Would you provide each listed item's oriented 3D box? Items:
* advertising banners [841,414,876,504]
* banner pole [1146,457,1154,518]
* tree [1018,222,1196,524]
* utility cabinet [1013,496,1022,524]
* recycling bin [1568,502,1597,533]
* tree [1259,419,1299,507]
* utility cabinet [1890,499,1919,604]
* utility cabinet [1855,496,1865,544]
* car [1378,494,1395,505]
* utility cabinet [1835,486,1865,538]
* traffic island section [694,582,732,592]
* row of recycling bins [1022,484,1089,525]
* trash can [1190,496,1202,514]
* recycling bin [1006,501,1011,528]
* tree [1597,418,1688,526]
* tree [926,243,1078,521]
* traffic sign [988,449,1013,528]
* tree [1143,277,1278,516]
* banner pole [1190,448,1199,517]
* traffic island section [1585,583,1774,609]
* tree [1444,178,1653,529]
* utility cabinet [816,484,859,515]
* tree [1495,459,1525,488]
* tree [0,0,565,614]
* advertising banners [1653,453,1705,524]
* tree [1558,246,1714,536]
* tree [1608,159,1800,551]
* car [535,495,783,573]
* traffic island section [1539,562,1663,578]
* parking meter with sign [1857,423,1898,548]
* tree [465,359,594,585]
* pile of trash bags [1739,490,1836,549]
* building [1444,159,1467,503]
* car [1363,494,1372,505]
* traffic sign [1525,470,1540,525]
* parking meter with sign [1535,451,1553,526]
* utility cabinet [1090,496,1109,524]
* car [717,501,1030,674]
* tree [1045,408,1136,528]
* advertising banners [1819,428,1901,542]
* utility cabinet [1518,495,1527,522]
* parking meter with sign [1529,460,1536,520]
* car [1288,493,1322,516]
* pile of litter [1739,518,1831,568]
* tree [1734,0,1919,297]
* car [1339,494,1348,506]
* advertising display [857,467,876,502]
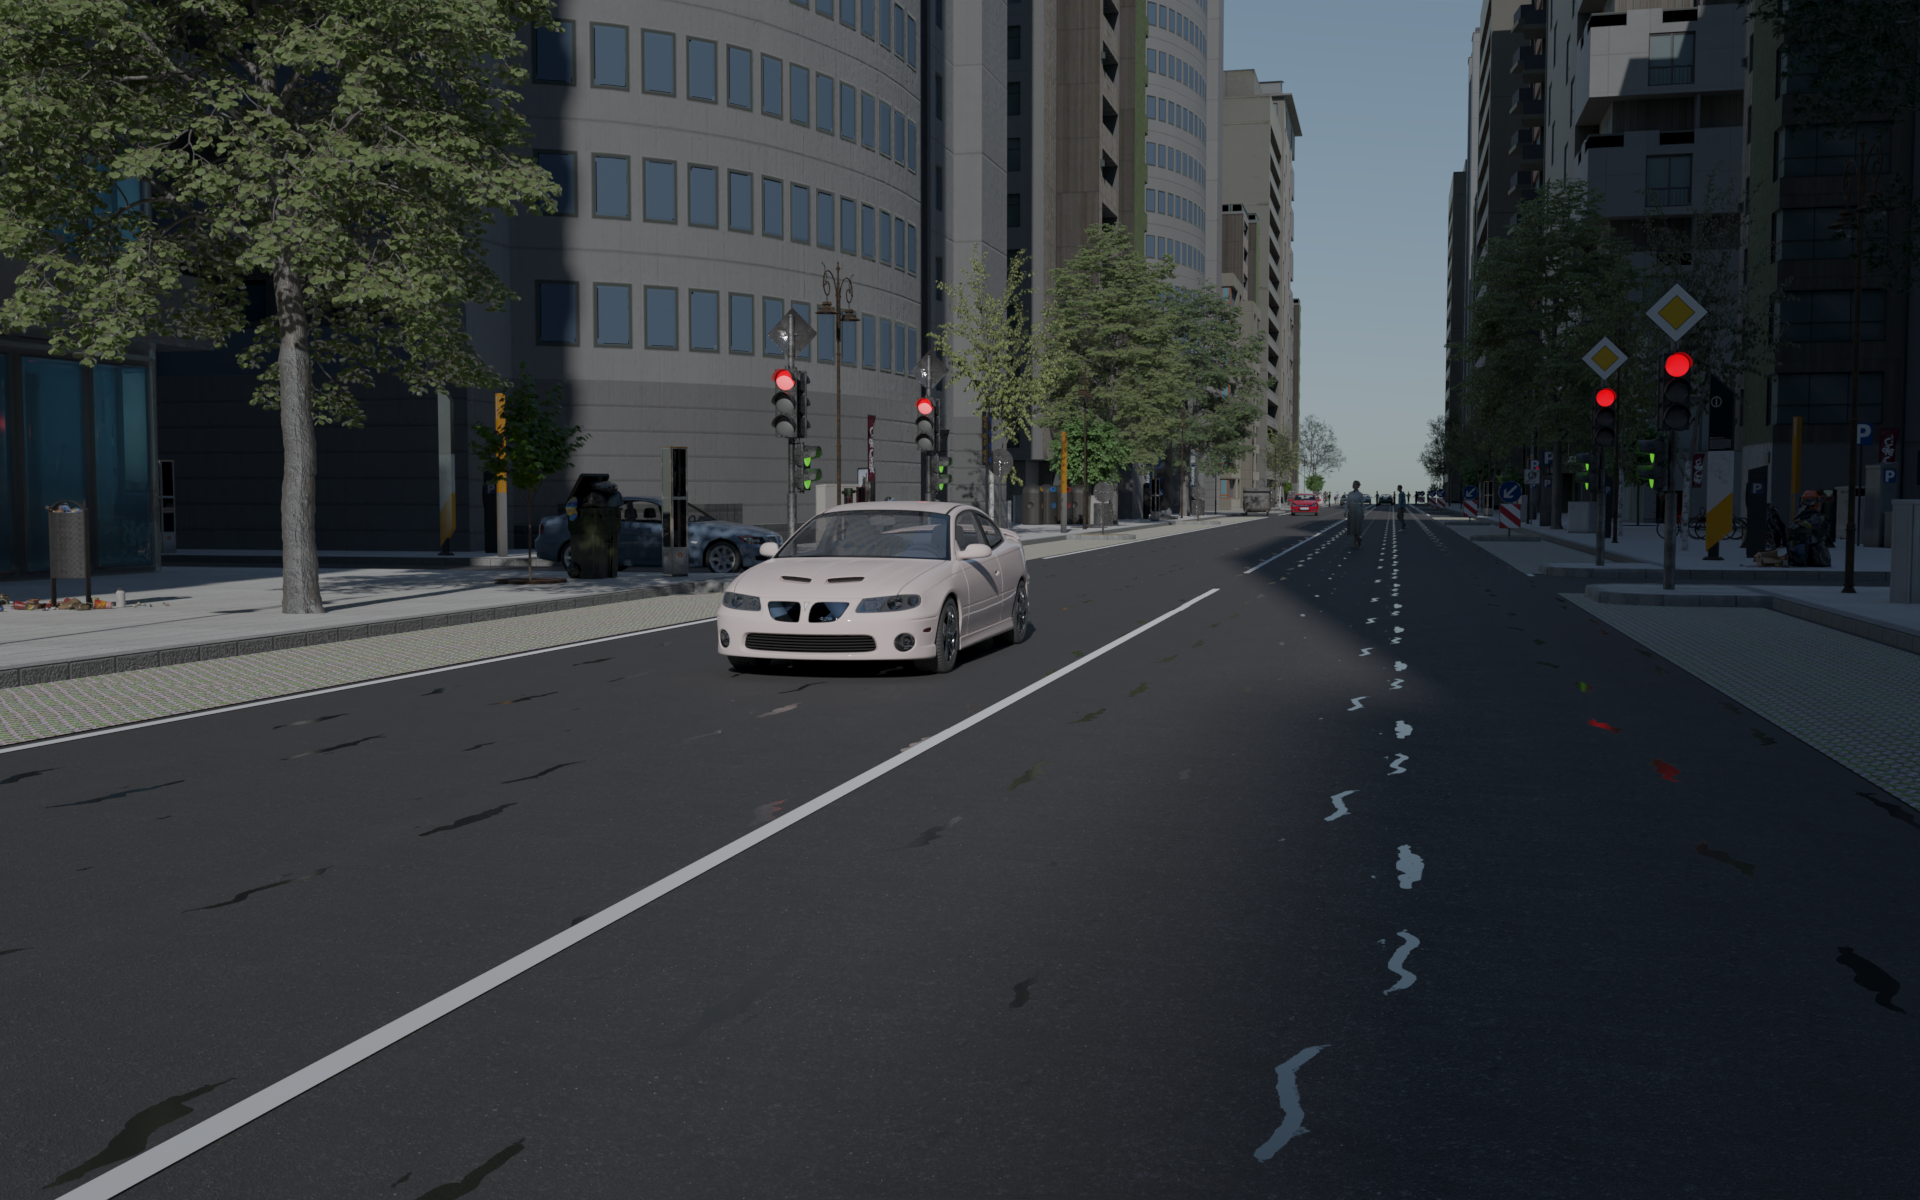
[{"bbox_3d":[-2.167,-2.532,37.584,0.090,3.025,2.074,1,4,17],"label":"advertising banners"},{"bbox_3d":[10.272,-6.335,93.586,0.863,3.779,0.401,-3,4,-36],"label":"banner pole"},{"bbox_3d":[6.289,-9.490,73.286,7.486,12.596,7.792,0,3,0],"label":"tree"},{"bbox_3d":[2.837,-3.928,75.383,1.020,1.237,0.306,-1,4,-20],"label":"utility cabinet"},{"bbox_3d":[20.478,-2.716,56.962,0.722,1.027,0.722,3,5,42],"label":"recycling bin"},{"bbox_3d":[31.681,-13.529,171.566,4.360,8.622,3.978,0,3,0],"label":"tree"},{"bbox_3d":[11.505,-0.575,20.560,1.020,1.237,0.306,-2,4,-27],"label":"utility cabinet"},{"bbox_3d":[23.553,-2.061,44.860,1.020,1.237,0.306,-2,4,-28],"label":"utility cabinet"},{"bbox_3d":[54.633,-12.863,222.114,2.131,1.459,4.920,1,4,16],"label":"car"},{"bbox_3d":[25.249,-2.478,49.198,0.318,1.500,1.173,0,4,0],"label":"utility cabinet"},{"bbox_3d":[-2.565,-0.246,26.310,2.009,0.180,2.903,1,4,14],"label":"traffic island section"},{"bbox_3d":[3.984,-4.017,72.784,3.534,1.692,1.069,-3,5,-42],"label":"row of recycling bins"},{"bbox_3d":[14.442,-5.758,105.797,0.748,1.137,0.748,0,3,0],"label":"trash can"},{"bbox_3d":[1.447,-3.214,65.099,0.722,1.027,0.722,-2,4,-32],"label":"recycling bin"},{"bbox_3d":[27.532,-5.276,69.980,4.285,4.588,4.351,0,3,0],"label":"tree"},{"bbox_3d":[1.185,-6.189,51.557,4.737,8.622,4.395,0,3,0],"label":"tree"},{"bbox_3d":[1.120,-2.970,48.668,0.768,2.556,0.104,1,4,23],"label":"traffic sign"},{"bbox_3d":[13.336,-11.915,101.468,9.857,13.997,8.962,0,3,0],"label":"tree"},{"bbox_3d":[12.923,-6.444,95.370,0.401,3.779,0.863,-2,4,-31],"label":"banner pole"},{"bbox_3d":[9.554,-0.062,23.289,2.009,0.180,2.903,1,4,14],"label":"traffic island section"},{"bbox_3d":[21.441,-8.862,63.018,7.486,12.596,7.792,0,3,0],"label":"tree"},{"bbox_3d":[-2.707,-1.811,38.287,0.318,1.500,1.173,2,4,35],"label":"utility cabinet"},{"bbox_3d":[30.107,-6.141,95.012,1.663,3.219,1.824,0,3,0],"label":"tree"},{"bbox_3d":[-7.278,-6.106,17.965,7.486,12.596,7.792,0,3,0],"label":"tree"},{"bbox_3d":[31.072,-4.809,74.809,2.074,3.025,0.090,0,4,7],"label":"advertising banners"},{"bbox_3d":[20.275,-6.233,52.280,4.737,8.622,4.395,0,3,0],"label":"tree"},{"bbox_3d":[16.639,-5.437,39.265,4.360,8.622,3.978,0,3,0],"label":"tree"},{"bbox_3d":[-5.353,-1.168,31.095,4.499,1.417,2.014,1,4,14],"label":"car"},{"bbox_3d":[11.490,-0.536,31.037,2.009,0.180,2.903,1,4,14],"label":"traffic island section"},{"bbox_3d":[22.143,-2.777,41.665,0.543,3.016,1.738,0,4,-4],"label":"parking meter with sign"},{"bbox_3d":[-6.353,-1.859,24.989,1.663,3.219,1.824,0,3,0],"label":"tree"},{"bbox_3d":[20.186,-1.963,41.850,1.912,1.369,3.447,3,5,39],"label":"pile of trash bags"},{"bbox_3d":[79.915,-37.950,244.186,21.300,48.544,21.600,1,4,14],"label":"building"},{"bbox_3d":[55.590,-13.835,237.994,2.131,1.459,4.920,1,4,14],"label":"car"},{"bbox_3d":[23.672,-4.256,71.718,0.606,2.300,0.079,1,4,15],"label":"traffic sign"},{"bbox_3d":[23.606,-4.486,69.612,0.543,3.016,1.738,2,4,23],"label":"parking meter with sign"},{"bbox_3d":[6.008,-3.935,75.500,1.020,1.237,0.306,-2,4,-32],"label":"utility cabinet"},{"bbox_3d":[-0.613,-0.191,15.481,2.083,1.381,4.827,1,4,14],"label":"car"},{"bbox_3d":[4.962,-5.031,65.963,4.285,4.588,4.351,0,3,0],"label":"tree"},{"bbox_3d":[23.785,-3.041,45.911,2.074,3.025,0.090,0,4,8],"label":"advertising banners"},{"bbox_3d":[25.548,-4.126,78.623,0.306,1.237,1.020,1,4,10],"label":"utility cabinet"},{"bbox_3d":[28.904,-5.575,87.412,0.543,3.016,1.738,2,4,23],"label":"parking meter with sign"},{"bbox_3d":[22.949,-6.492,115.189,2.155,1.783,4.494,1,4,12],"label":"car"},{"bbox_3d":[14.608,-1.018,30.610,1.719,0.858,1.176,0,4,3],"label":"pile of litter"},{"bbox_3d":[10.622,-4.898,14.495,8.767,10.594,7.601,2,4,28],"label":"tree"},{"bbox_3d":[47.169,-12.288,210.694,2.009,1.686,4.222,1,4,15],"label":"car"},{"bbox_3d":[-2.267,-2.246,41.937,0.123,1.923,0.974,-1,4,-23],"label":"advertising display"}]
